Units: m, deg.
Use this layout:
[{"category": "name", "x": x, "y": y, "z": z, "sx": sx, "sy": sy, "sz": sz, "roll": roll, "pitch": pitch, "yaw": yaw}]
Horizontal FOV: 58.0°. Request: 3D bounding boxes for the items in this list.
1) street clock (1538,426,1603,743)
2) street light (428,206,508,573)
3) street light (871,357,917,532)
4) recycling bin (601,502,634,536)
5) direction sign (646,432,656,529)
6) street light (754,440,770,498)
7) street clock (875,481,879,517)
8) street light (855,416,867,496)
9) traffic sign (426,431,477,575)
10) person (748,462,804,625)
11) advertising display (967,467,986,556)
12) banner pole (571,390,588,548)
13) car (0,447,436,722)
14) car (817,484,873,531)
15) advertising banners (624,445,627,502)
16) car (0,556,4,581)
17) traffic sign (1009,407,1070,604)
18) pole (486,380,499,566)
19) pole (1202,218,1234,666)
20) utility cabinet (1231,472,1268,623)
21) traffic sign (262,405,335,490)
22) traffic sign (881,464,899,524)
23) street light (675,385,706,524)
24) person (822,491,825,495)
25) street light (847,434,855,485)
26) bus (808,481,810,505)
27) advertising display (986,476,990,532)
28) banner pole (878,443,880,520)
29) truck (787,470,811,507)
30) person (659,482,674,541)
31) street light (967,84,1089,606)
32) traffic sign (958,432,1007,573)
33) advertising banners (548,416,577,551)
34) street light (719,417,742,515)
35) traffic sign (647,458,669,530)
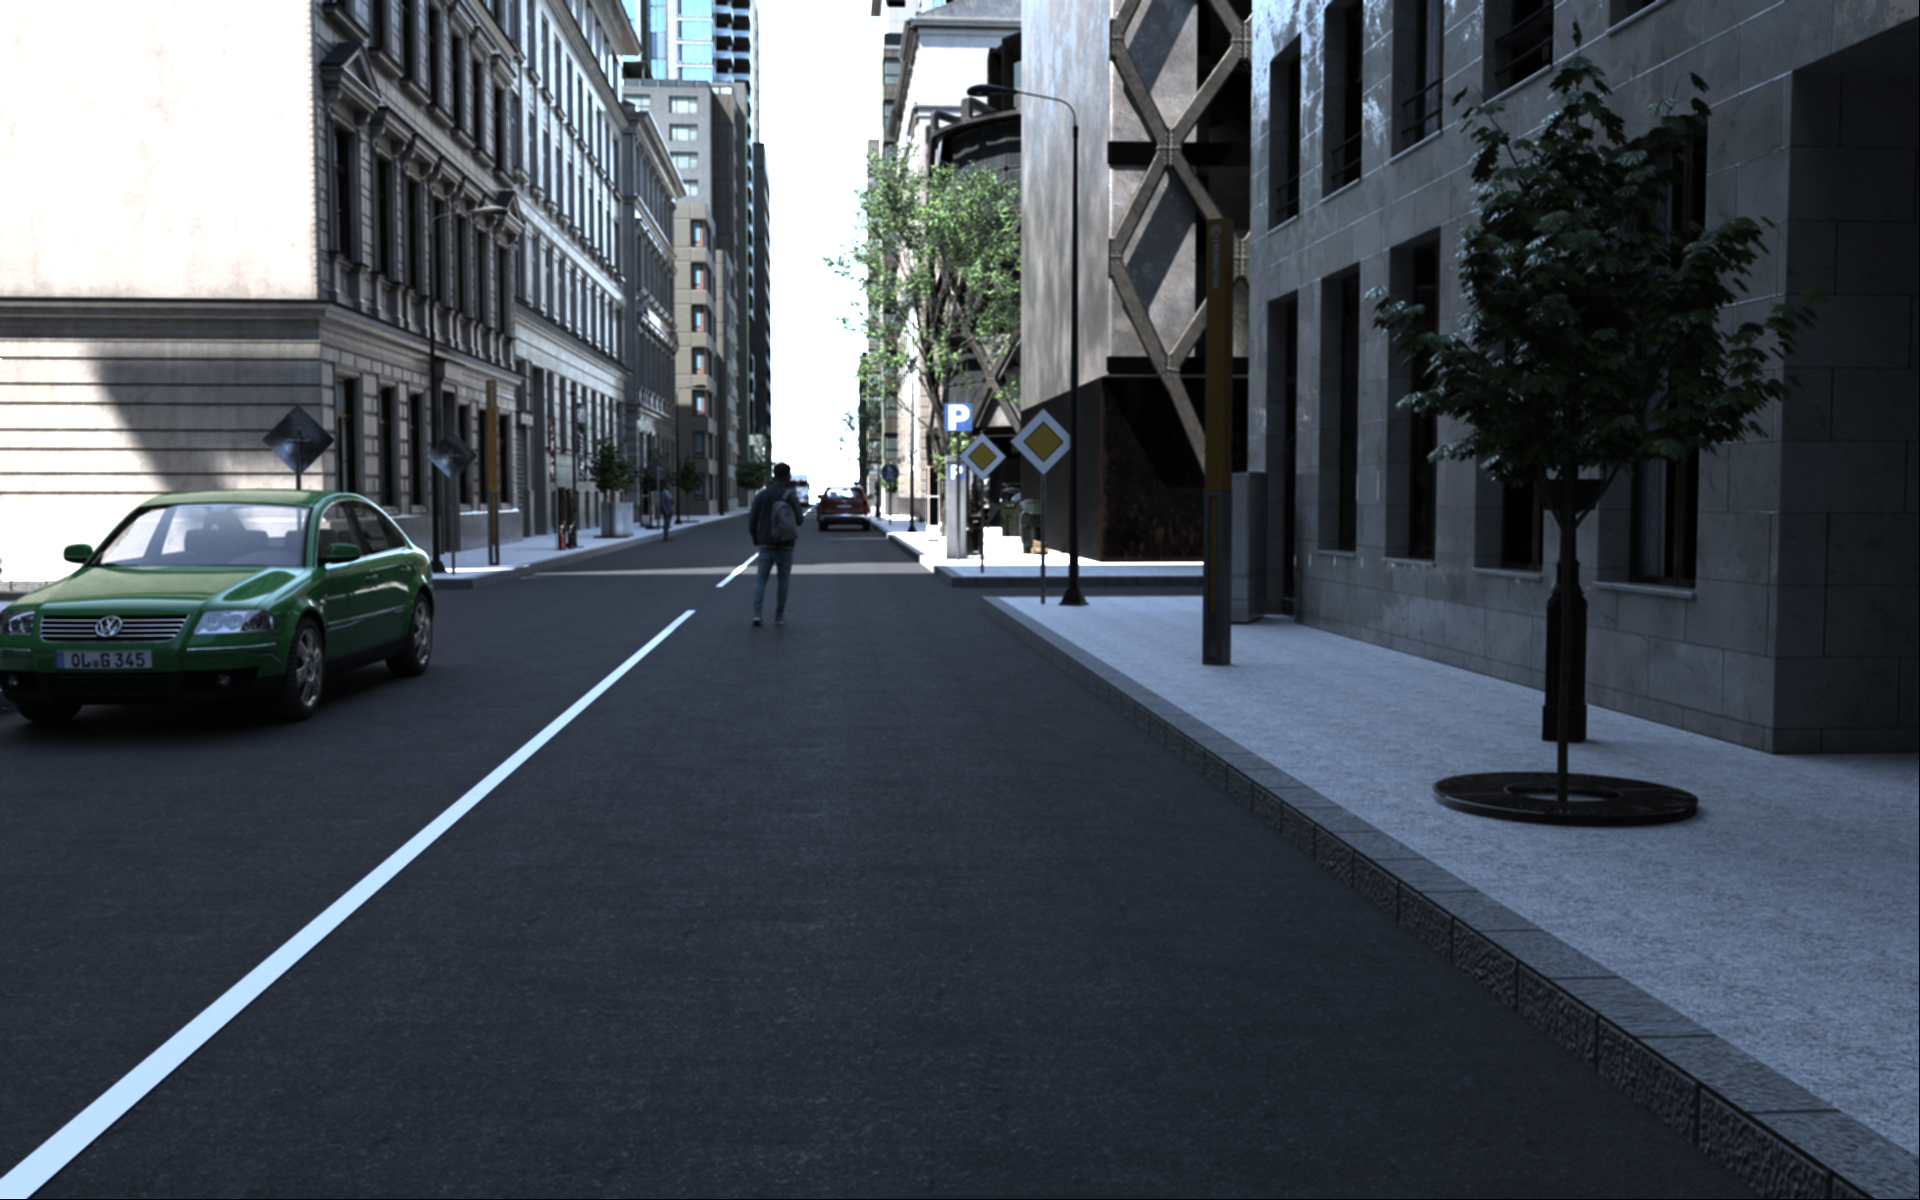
[{"category": "street clock", "x": 3.153, "y": -0.270, "z": 8.978, "sx": 0.358, "sy": 2.002, "sz": 0.471, "roll": 2, "pitch": 4, "yaw": 30}, {"category": "street light", "x": -7.998, "y": -3.397, "z": 28.085, "sx": 1.470, "sy": 5.913, "sz": 1.316, "roll": 0, "pitch": 4, "yaw": -4}, {"category": "street light", "x": -2.145, "y": -5.219, "z": 57.868, "sx": 1.470, "sy": 5.913, "sz": 1.316, "roll": 0, "pitch": 4, "yaw": -4}, {"category": "recycling bin", "x": -10.411, "y": -2.449, "z": 52.601, "sx": 0.722, "sy": 1.027, "sz": 0.722, "roll": 3, "pitch": 5, "yaw": 42}, {"category": "direction sign", "x": -11.302, "y": -4.357, "z": 63.240, "sx": 0.379, "sy": 3.537, "sz": 0.876, "roll": -1, "pitch": 4, "yaw": -12}, {"category": "street light", "x": -17.194, "y": -10.823, "z": 149.493, "sx": 1.470, "sy": 5.913, "sz": 1.316, "roll": 0, "pitch": 4, "yaw": -4}, {"category": "street clock", "x": -4.538, "y": -5.542, "z": 95.176, "sx": 0.358, "sy": 2.002, "sz": 0.471, "roll": 0, "pitch": 4, "yaw": 2}, {"category": "street light", "x": -5.338, "y": -7.950, "z": 102.516, "sx": 1.470, "sy": 5.913, "sz": 1.316, "roll": 0, "pitch": 4, "yaw": -4}, {"category": "traffic sign", "x": -8.062, "y": -1.460, "z": 27.514, "sx": 0.795, "sy": 2.450, "sz": 0.064, "roll": 0, "pitch": 4, "yaw": -4}, {"category": "person", "x": -2.019, "y": -0.623, "z": 19.028, "sx": 0.623, "sy": 1.781, "sz": 0.721, "roll": 0, "pitch": 4, "yaw": -3}, {"category": "advertising display", "x": 0.279, "y": -1.886, "z": 36.047, "sx": 0.123, "sy": 1.923, "sz": 0.974, "roll": 1, "pitch": 4, "yaw": 19}, {"category": "banner pole", "x": -9.205, "y": -3.169, "z": 41.828, "sx": 0.401, "sy": 3.779, "sz": 0.863, "roll": 1, "pitch": 4, "yaw": 16}, {"category": "car", "x": -5.068, "y": -0.215, "z": 12.316, "sx": 1.959, "sy": 1.807, "sz": 4.718, "roll": 0, "pitch": 4, "yaw": -3}, {"category": "car", "x": -4.602, "y": -3.707, "z": 69.286, "sx": 2.281, "sy": 1.827, "sz": 5.304, "roll": 0, "pitch": 4, "yaw": -3}, {"category": "advertising banners", "x": -10.651, "y": -3.609, "z": 55.193, "sx": 0.090, "sy": 3.025, "sz": 2.074, "roll": -1, "pitch": 4, "yaw": -10}, {"category": "car", "x": -15.792, "y": -0.732, "z": 23.760, "sx": 4.920, "sy": 1.459, "sz": 2.131, "roll": 0, "pitch": 4, "yaw": -4}, {"category": "traffic sign", "x": 0.965, "y": -1.011, "z": 20.170, "sx": 0.795, "sy": 2.450, "sz": 0.064, "roll": 0, "pitch": 4, "yaw": -4}, {"category": "pole", "x": -8.389, "y": -2.277, "z": 31.077, "sx": 0.158, "sy": 3.312, "sz": 0.155, "roll": 0, "pitch": 3, "yaw": 0}, {"category": "pole", "x": 1.933, "y": -1.169, "z": 12.951, "sx": 0.158, "sy": 3.312, "sz": 0.155, "roll": 0, "pitch": 3, "yaw": 0}, {"category": "utility cabinet", "x": 2.871, "y": -0.544, "z": 17.571, "sx": 0.318, "sy": 1.500, "sz": 1.173, "roll": 1, "pitch": 4, "yaw": 19}, {"category": "traffic sign", "x": -7.456, "y": -0.973, "z": 19.552, "sx": 0.795, "sy": 2.450, "sz": 0.064, "roll": 0, "pitch": 4, "yaw": -4}, {"category": "traffic sign", "x": -2.945, "y": -4.463, "z": 73.073, "sx": 0.768, "sy": 2.556, "sz": 0.104, "roll": 0, "pitch": 4, "yaw": 4}, {"category": "street light", "x": -11.480, "y": -6.191, "z": 73.759, "sx": 1.470, "sy": 5.913, "sz": 1.316, "roll": 0, "pitch": 4, "yaw": -4}, {"category": "person", "x": -16.176, "y": -12.145, "z": 207.037, "sx": 1.348, "sy": 1.831, "sz": 0.705, "roll": 0, "pitch": 4, "yaw": -1}, {"category": "street light", "x": -7.822, "y": -9.903, "z": 134.458, "sx": 1.470, "sy": 5.913, "sz": 1.316, "roll": 0, "pitch": 4, "yaw": -4}, {"category": "bus", "x": -20.371, "y": -13.739, "z": 219.484, "sx": 2.948, "sy": 3.499, "sz": 13.247, "roll": 0, "pitch": 4, "yaw": -4}, {"category": "advertising display", "x": 0.531, "y": -3.213, "z": 57.743, "sx": 0.974, "sy": 1.923, "sz": 0.123, "roll": -1, "pitch": 4, "yaw": -16}, {"category": "banner pole", "x": -3.966, "y": -5.795, "z": 84.768, "sx": 0.401, "sy": 3.779, "sz": 0.863, "roll": 0, "pitch": 4, "yaw": -6}, {"category": "truck", "x": -18.641, "y": -12.791, "z": 198.884, "sx": 2.967, "sy": 4.110, "sz": 18.799, "roll": 0, "pitch": 4, "yaw": -5}, {"category": "person", "x": -9.058, "y": -2.737, "z": 53.439, "sx": 0.419, "sy": 1.800, "sz": 0.721, "roll": 0, "pitch": 4, "yaw": 5}, {"category": "street light", "x": 0.777, "y": -2.893, "z": 19.848, "sx": 1.470, "sy": 5.913, "sz": 1.316, "roll": 0, "pitch": 4, "yaw": -4}, {"category": "traffic sign", "x": 0.360, "y": -1.498, "z": 28.132, "sx": 0.795, "sy": 2.450, "sz": 0.064, "roll": 0, "pitch": 4, "yaw": -4}, {"category": "advertising banners", "x": -9.132, "y": -2.663, "z": 39.722, "sx": 0.090, "sy": 3.025, "sz": 2.074, "roll": 0, "pitch": 4, "yaw": 3}, {"category": "street light", "x": -13.826, "y": -8.057, "z": 104.265, "sx": 1.470, "sy": 5.913, "sz": 1.316, "roll": 0, "pitch": 4, "yaw": -4}, {"category": "traffic sign", "x": -10.754, "y": -3.765, "z": 61.667, "sx": 0.768, "sy": 2.556, "sz": 0.104, "roll": 0, "pitch": 4, "yaw": -1}]
